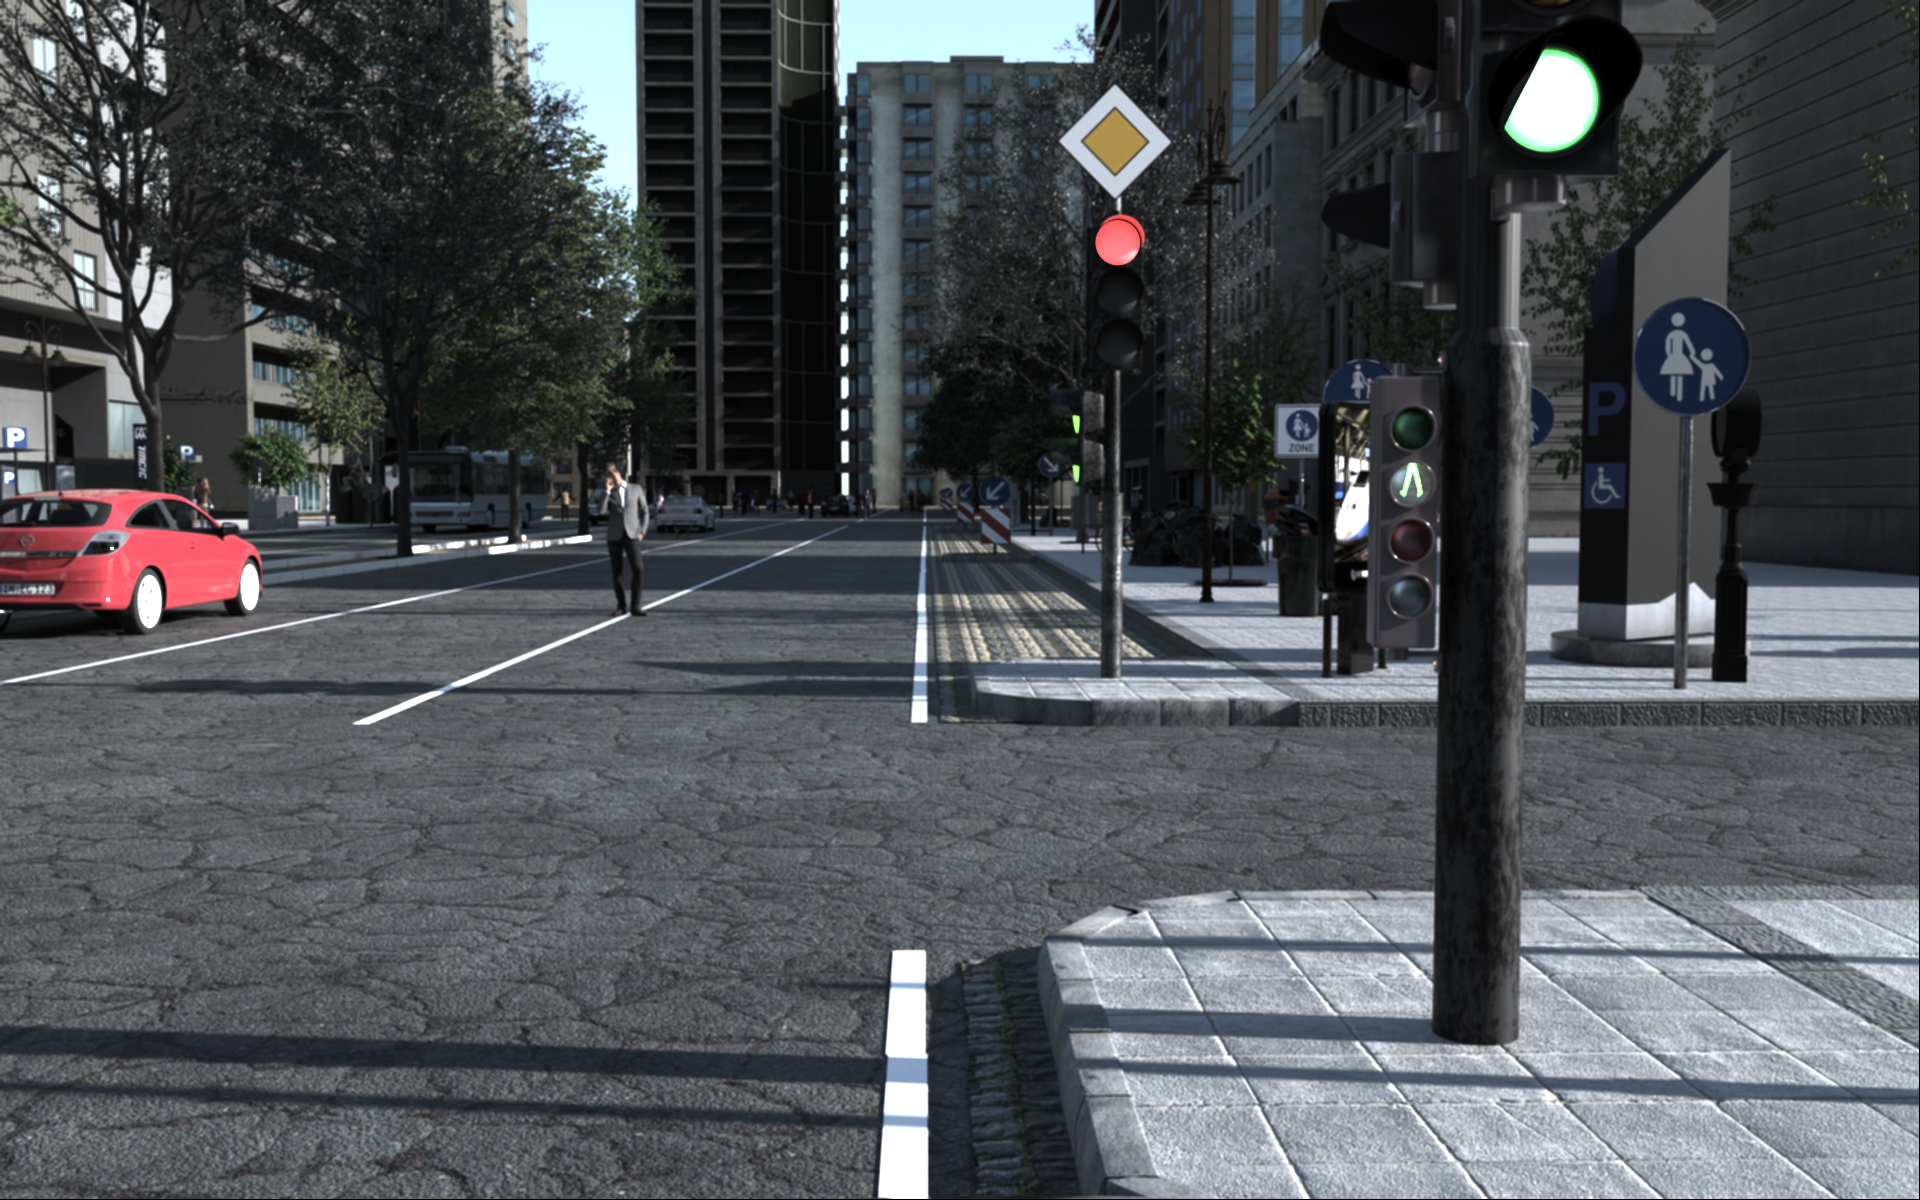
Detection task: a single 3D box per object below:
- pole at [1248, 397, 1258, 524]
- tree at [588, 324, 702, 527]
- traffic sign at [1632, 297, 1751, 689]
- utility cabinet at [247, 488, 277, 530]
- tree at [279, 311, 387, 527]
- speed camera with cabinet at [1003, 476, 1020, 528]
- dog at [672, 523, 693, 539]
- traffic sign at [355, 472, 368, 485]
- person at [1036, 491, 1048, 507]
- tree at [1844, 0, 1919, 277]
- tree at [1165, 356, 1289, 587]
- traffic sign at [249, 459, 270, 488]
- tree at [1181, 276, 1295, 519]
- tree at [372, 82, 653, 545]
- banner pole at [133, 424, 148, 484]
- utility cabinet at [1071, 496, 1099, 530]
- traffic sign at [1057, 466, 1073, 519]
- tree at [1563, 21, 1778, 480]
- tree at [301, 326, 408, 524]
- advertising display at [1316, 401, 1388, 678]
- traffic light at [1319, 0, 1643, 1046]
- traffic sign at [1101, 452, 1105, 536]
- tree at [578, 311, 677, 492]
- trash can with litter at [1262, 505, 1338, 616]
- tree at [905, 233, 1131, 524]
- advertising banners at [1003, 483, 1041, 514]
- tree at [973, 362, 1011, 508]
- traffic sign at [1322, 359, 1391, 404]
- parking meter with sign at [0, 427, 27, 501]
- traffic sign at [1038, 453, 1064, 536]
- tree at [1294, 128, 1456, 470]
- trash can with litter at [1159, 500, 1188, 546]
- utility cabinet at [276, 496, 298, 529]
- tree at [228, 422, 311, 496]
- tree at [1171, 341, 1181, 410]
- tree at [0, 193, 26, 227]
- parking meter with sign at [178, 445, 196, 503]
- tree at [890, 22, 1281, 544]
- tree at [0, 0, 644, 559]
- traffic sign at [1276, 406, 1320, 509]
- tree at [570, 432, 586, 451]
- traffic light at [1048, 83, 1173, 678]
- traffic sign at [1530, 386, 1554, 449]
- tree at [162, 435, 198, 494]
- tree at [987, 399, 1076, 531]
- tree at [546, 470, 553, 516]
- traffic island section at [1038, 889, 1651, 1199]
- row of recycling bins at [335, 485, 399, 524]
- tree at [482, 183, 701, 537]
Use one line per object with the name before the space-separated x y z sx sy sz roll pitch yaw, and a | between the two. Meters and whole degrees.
pole | 6.169 -2.607 36.463 0.158 3.312 0.155 0 3 0
tree | -12.740 -7.302 72.213 4.737 8.622 4.395 0 3 0
traffic sign | 4.748 -0.687 11.341 0.768 2.556 0.104 0 4 0
utility cabinet | -24.523 -3.191 60.856 0.318 1.500 1.173 1 4 16
tree | -24.842 -7.212 68.287 4.737 8.622 4.395 0 3 0
speed camera with cabinet | 1.996 -4.454 67.160 0.660 3.252 2.038 0 4 4
dog | -8.758 -2.163 54.647 0.406 0.507 0.540 3 5 40
traffic sign | -27.590 -4.754 79.855 0.606 2.300 0.079 0 4 5
person | 8.064 -9.803 169.494 1.217 1.736 0.721 1 4 10
tree | 12.039 -4.170 18.537 4.737 8.622 4.395 0 3 0
tree | 3.945 -1.819 24.341 1.663 3.219 1.824 0 3 0
traffic sign | -25.326 -3.822 62.603 0.768 2.556 0.104 0 4 3
tree | 10.327 -6.550 57.457 4.737 8.622 4.395 0 3 0
tree | -12.509 -7.811 48.288 7.486 12.596 7.792 0 3 0
banner pole | -25.462 -3.933 54.321 0.863 3.779 0.401 -1 4 -17
utility cabinet | 4.513 -3.144 62.561 1.020 1.237 0.306 -2 4 -28
traffic sign | 3.988 -4.161 68.035 0.884 2.594 0.081 0 4 8
tree | 11.024 -4.748 27.987 4.737 8.622 4.395 0 3 0
tree | -25.430 -7.544 73.702 4.360 8.622 3.978 0 3 0
advertising display | 2.840 -0.438 12.380 0.123 1.923 0.974 3 5 40
traffic light | -0.890 -1.785 3.849 4.771 5.953 1.251 0 4 -1
traffic sign | 4.275 -3.174 51.997 0.768 2.556 0.104 0 4 6
tree | -12.741 -6.867 65.097 4.360 8.622 3.978 0 3 0
trash can with litter | 3.779 -0.426 18.358 1.055 1.170 0.624 -2 4 -26
tree | 2.739 -9.678 75.249 9.611 12.733 9.660 0 3 0
advertising banners | 3.093 -5.461 85.467 2.074 3.025 0.090 0 4 5
tree | 2.229 -8.594 90.881 4.737 8.622 4.395 0 3 0
traffic sign | 3.805 -1.000 16.462 0.768 2.556 0.104 0 4 -1
parking meter with sign | -25.280 -3.036 45.906 1.738 3.016 0.543 3 5 44
traffic sign | 2.756 -3.205 52.509 0.768 2.556 0.104 0 4 -1
tree | 9.541 -5.167 34.835 4.737 8.622 4.395 0 3 0
trash can with litter | 4.027 -1.391 34.134 0.624 1.170 1.055 -2 4 -31
utility cabinet | -25.157 -3.253 64.342 1.020 1.237 0.306 0 4 -4
tree | -33.559 -6.203 85.137 4.285 4.588 4.351 0 3 0
tree | 10.191 -7.022 65.165 4.737 8.622 4.395 0 3 0
tree | -11.624 -5.732 14.306 7.486 12.596 7.792 0 3 0
parking meter with sign | -27.387 -3.971 61.179 0.543 3.016 1.738 -1 4 -17
tree | 3.297 -8.214 44.668 12.009 13.543 11.850 0 3 0
tree | -12.236 -7.640 37.741 12.009 13.543 11.850 0 3 0
traffic sign | 3.889 -1.079 19.767 0.606 2.300 0.079 0 4 7
tree | -26.033 -10.749 126.100 4.737 8.622 4.395 0 3 0
traffic light | 1.043 -1.412 12.015 0.839 4.253 0.868 0 4 -1
traffic sign | 6.507 -1.229 20.202 0.768 2.556 0.104 0 4 6
tree | -25.669 -3.782 56.435 1.663 3.219 1.824 0 3 0
tree | 2.612 -4.664 59.967 4.285 4.588 4.351 0 3 0
tree | -24.997 -6.678 103.788 1.663 3.219 1.824 0 3 0
traffic island section | 1.240 1.109 4.146 2.009 0.180 2.903 0 4 -1
row of recycling bins | -25.462 -4.160 75.135 3.534 1.692 1.069 1 4 10
tree | -12.407 -7.884 57.110 9.928 11.665 9.643 0 3 0
